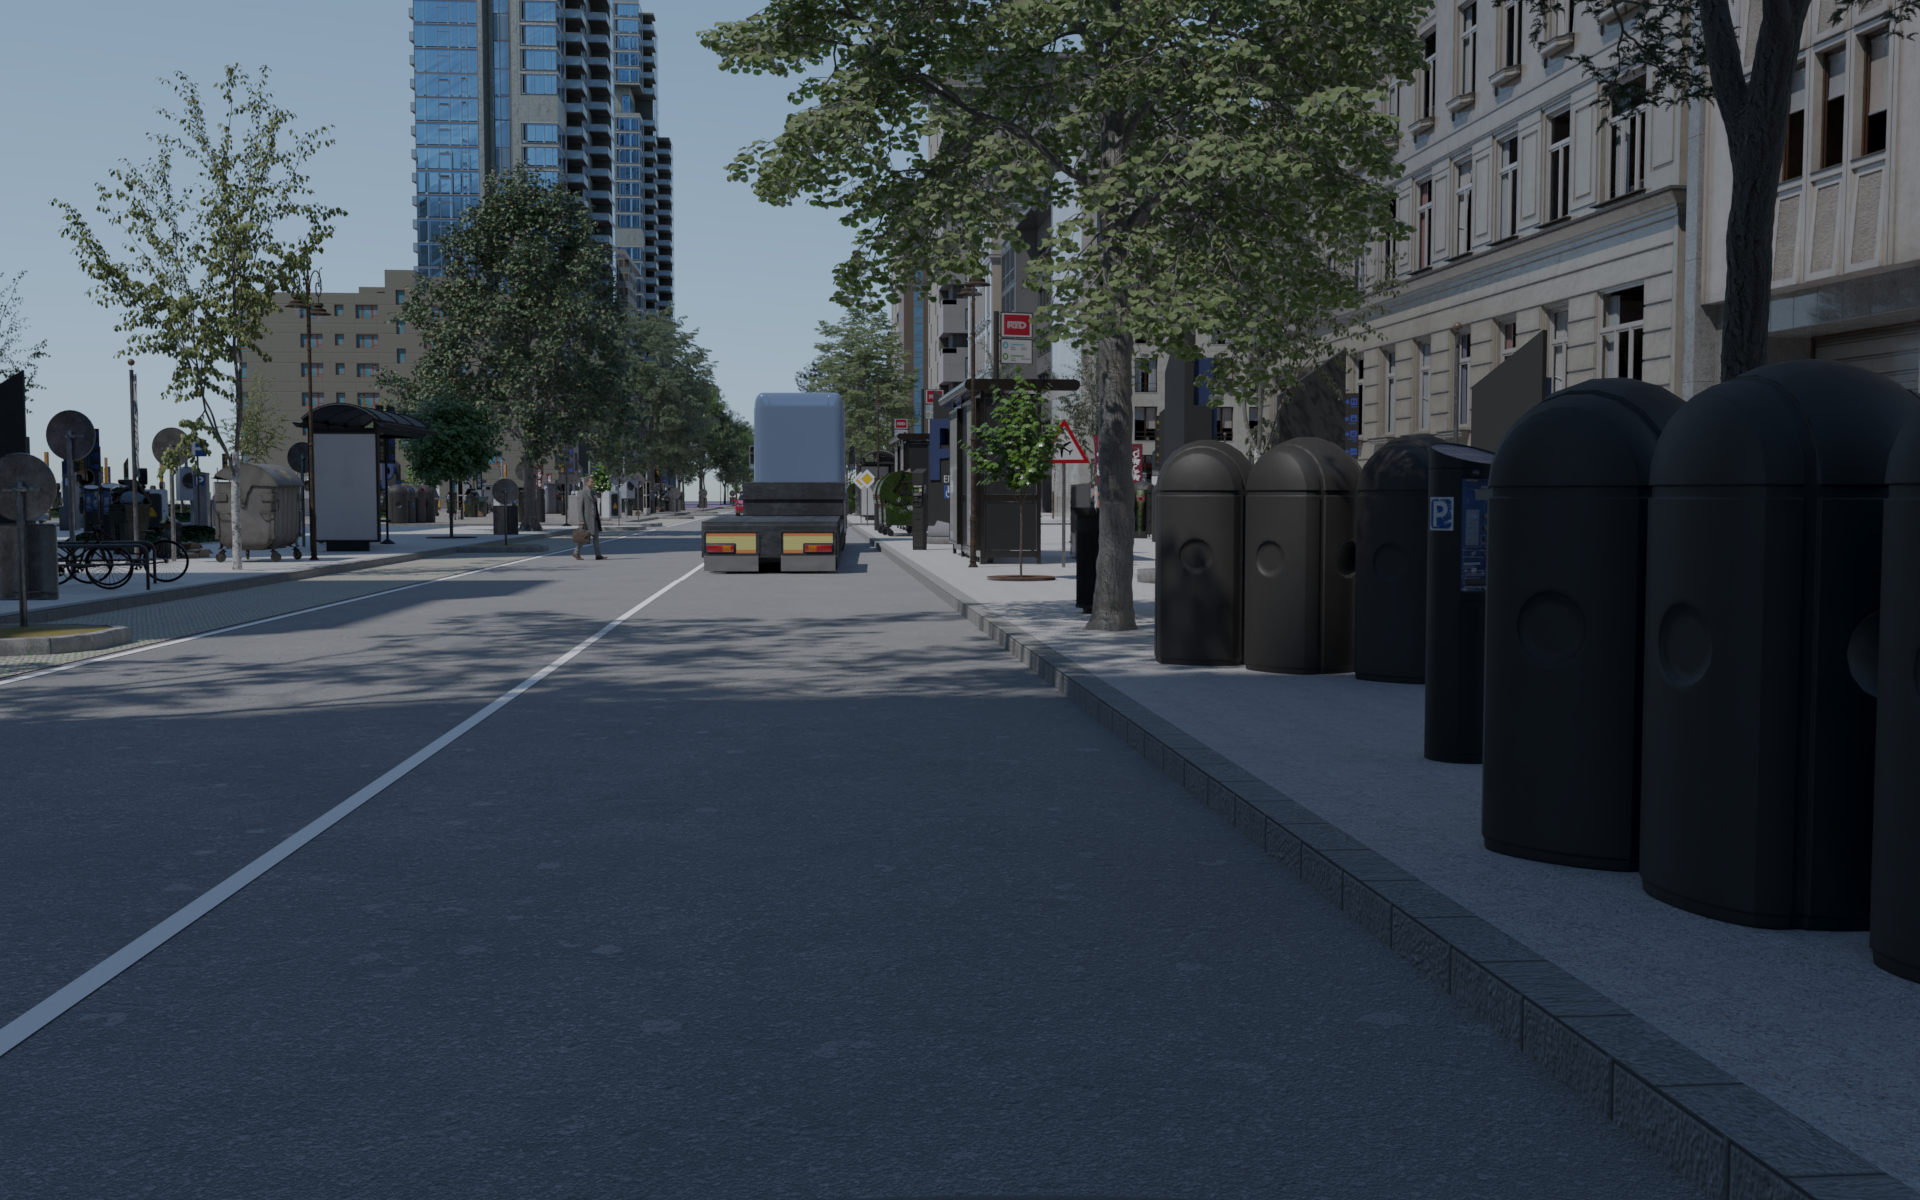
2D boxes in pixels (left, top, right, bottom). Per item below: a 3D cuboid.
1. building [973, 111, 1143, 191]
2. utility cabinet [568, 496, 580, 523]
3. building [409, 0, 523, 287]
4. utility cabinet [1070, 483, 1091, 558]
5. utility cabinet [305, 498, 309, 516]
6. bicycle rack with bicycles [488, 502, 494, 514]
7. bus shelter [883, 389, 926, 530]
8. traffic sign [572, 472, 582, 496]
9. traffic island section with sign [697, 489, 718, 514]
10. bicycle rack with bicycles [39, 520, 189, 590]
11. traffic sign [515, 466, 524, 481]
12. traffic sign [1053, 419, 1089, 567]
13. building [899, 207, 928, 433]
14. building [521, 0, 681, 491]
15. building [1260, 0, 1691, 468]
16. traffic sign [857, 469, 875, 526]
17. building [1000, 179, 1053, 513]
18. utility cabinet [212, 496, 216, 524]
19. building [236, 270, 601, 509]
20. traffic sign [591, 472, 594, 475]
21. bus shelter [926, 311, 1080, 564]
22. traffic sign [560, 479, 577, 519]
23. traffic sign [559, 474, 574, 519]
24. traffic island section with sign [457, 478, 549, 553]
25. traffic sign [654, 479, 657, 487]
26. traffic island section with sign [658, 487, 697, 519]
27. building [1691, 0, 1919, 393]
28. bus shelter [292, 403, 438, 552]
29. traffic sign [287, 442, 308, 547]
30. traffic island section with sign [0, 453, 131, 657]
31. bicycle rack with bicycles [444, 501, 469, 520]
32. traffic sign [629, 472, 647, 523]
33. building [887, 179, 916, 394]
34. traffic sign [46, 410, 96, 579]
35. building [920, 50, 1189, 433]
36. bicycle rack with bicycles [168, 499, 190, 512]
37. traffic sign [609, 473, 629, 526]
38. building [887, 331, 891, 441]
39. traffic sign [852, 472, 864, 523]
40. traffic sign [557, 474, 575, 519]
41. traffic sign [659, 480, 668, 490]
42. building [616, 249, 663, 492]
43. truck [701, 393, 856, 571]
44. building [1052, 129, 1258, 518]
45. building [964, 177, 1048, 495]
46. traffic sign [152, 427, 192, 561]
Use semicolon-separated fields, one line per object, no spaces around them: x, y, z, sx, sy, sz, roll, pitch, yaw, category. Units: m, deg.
14.402;-29.819;179.426;32.217;40.220;23.993;0;4;-5;building
-16.718;-3.984;76.301;1.020;1.237;0.306;0;4;-6;utility cabinet
-48.866;-53.770;191.814;22.319;86.520;31.000;0;4;-5;building
2.394;-1.590;34.676;0.318;1.500;1.173;0;4;-1;utility cabinet
-37.116;-5.445;97.706;0.318;1.500;1.173;0;4;8;utility cabinet
-30.943;-6.086;112.889;2.852;0.926;2.925;2;4;33;bicycle rack with bicycles
-1.462;-5.273;63.849;2.179;5.291;8.768;0;4;-5;bus shelter
-20.420;-5.541;91.787;0.795;2.450;0.064;0;4;-3;traffic sign
-18.658;-7.188;126.158;1.989;1.847;2.006;0;4;-5;traffic island section with sign
-12.215;-0.632;23.714;2.925;0.926;2.852;-1;4;-21;bicycle rack with bicycles
-17.017;-4.136;67.728;0.768;2.556;0.104;0;4;2;traffic sign
1.811;-1.847;30.205;0.884;2.594;0.081;0;4;2;traffic sign
-2.038;-37.503;263.277;14.600;45.320;14.200;0;4;-5;building
-56.836;-59.306;282.316;22.319;86.520;31.000;0;4;-5;building
18.635;-12.950;45.014;16.112;22.955;30.059;0;4;-5;building
-3.727;-4.030;69.538;0.795;2.450;0.064;0;4;-5;traffic sign
11.305;-18.347;119.042;14.314;24.678;30.058;0;4;-5;building
-31.952;-3.926;75.347;1.020;1.237;0.306;-2;4;-29;utility cabinet
-49.385;-19.486;163.640;27.650;21.520;28.899;0;4;-5;building
-21.007;-6.052;98.950;0.884;2.594;0.081;0;4;4;traffic sign
0.767;-3.554;35.737;2.179;5.291;8.768;0;4;-5;bus shelter
-20.464;-5.536;90.525;0.884;2.594;0.081;0;4;3;traffic sign
-19.851;-5.340;87.407;0.768;2.556;0.104;0;4;1;traffic sign
-11.269;-2.095;42.876;1.989;1.847;2.006;0;4;-5;traffic island section with sign
-24.829;-8.527;139.522;0.768;2.556;0.104;0;4;-1;traffic sign
-16.279;-5.546;99.307;1.989;1.847;2.006;0;4;-5;traffic island section with sign
19.263;-12.344;19.848;12.078;24.808;19.932;0;4;-5;building
-13.989;-2.888;41.138;2.014;3.302;5.546;0;4;-5;bus shelter
-16.036;-2.578;42.253;0.768;2.556;0.104;0;4;3;traffic sign
-8.900;-0.452;16.025;1.989;1.847;2.006;0;4;-5;traffic island section with sign
-25.665;-4.444;86.046;2.852;0.926;2.925;0;4;-6;bicycle rack with bicycles
-14.240;-4.465;76.647;0.795;2.450;0.064;0;4;-5;traffic sign
2.749;-42.515;284.362;28.713;52.752;27.495;0;4;-5;building
-13.460;-1.597;26.222;0.768;2.556;0.104;0;4;3;traffic sign
10.514;-37.636;204.590;28.713;52.752;27.495;0;4;-5;building
-38.739;-4.217;82.336;2.852;0.926;2.925;1;4;19;bicycle rack with bicycles
-13.535;-3.979;68.693;0.795;2.450;0.064;0;4;-5;traffic sign
-6.010;-32.641;305.376;14.160;30.474;14.107;0;4;-5;building
-4.432;-4.517;77.492;0.795;2.450;0.064;0;4;-5;traffic sign
-18.133;-4.873;79.684;0.884;2.594;0.081;0;4;3;traffic sign
-25.517;-9.114;149.116;0.768;2.556;0.104;0;4;-1;traffic sign
-60.467;-34.432;254.843;32.217;40.220;23.993;0;4;-5;building
-3.932;-3.083;40.173;2.967;4.110;18.799;0;4;-3;truck
14.120;-14.666;94.539;16.860;20.320;10.420;0;4;-5;building
7.719;-21.892;143.838;13.634;28.700;20.117;0;4;-5;building
-15.036;-2.015;33.055;0.768;2.556;0.104;0;4;0;traffic sign
